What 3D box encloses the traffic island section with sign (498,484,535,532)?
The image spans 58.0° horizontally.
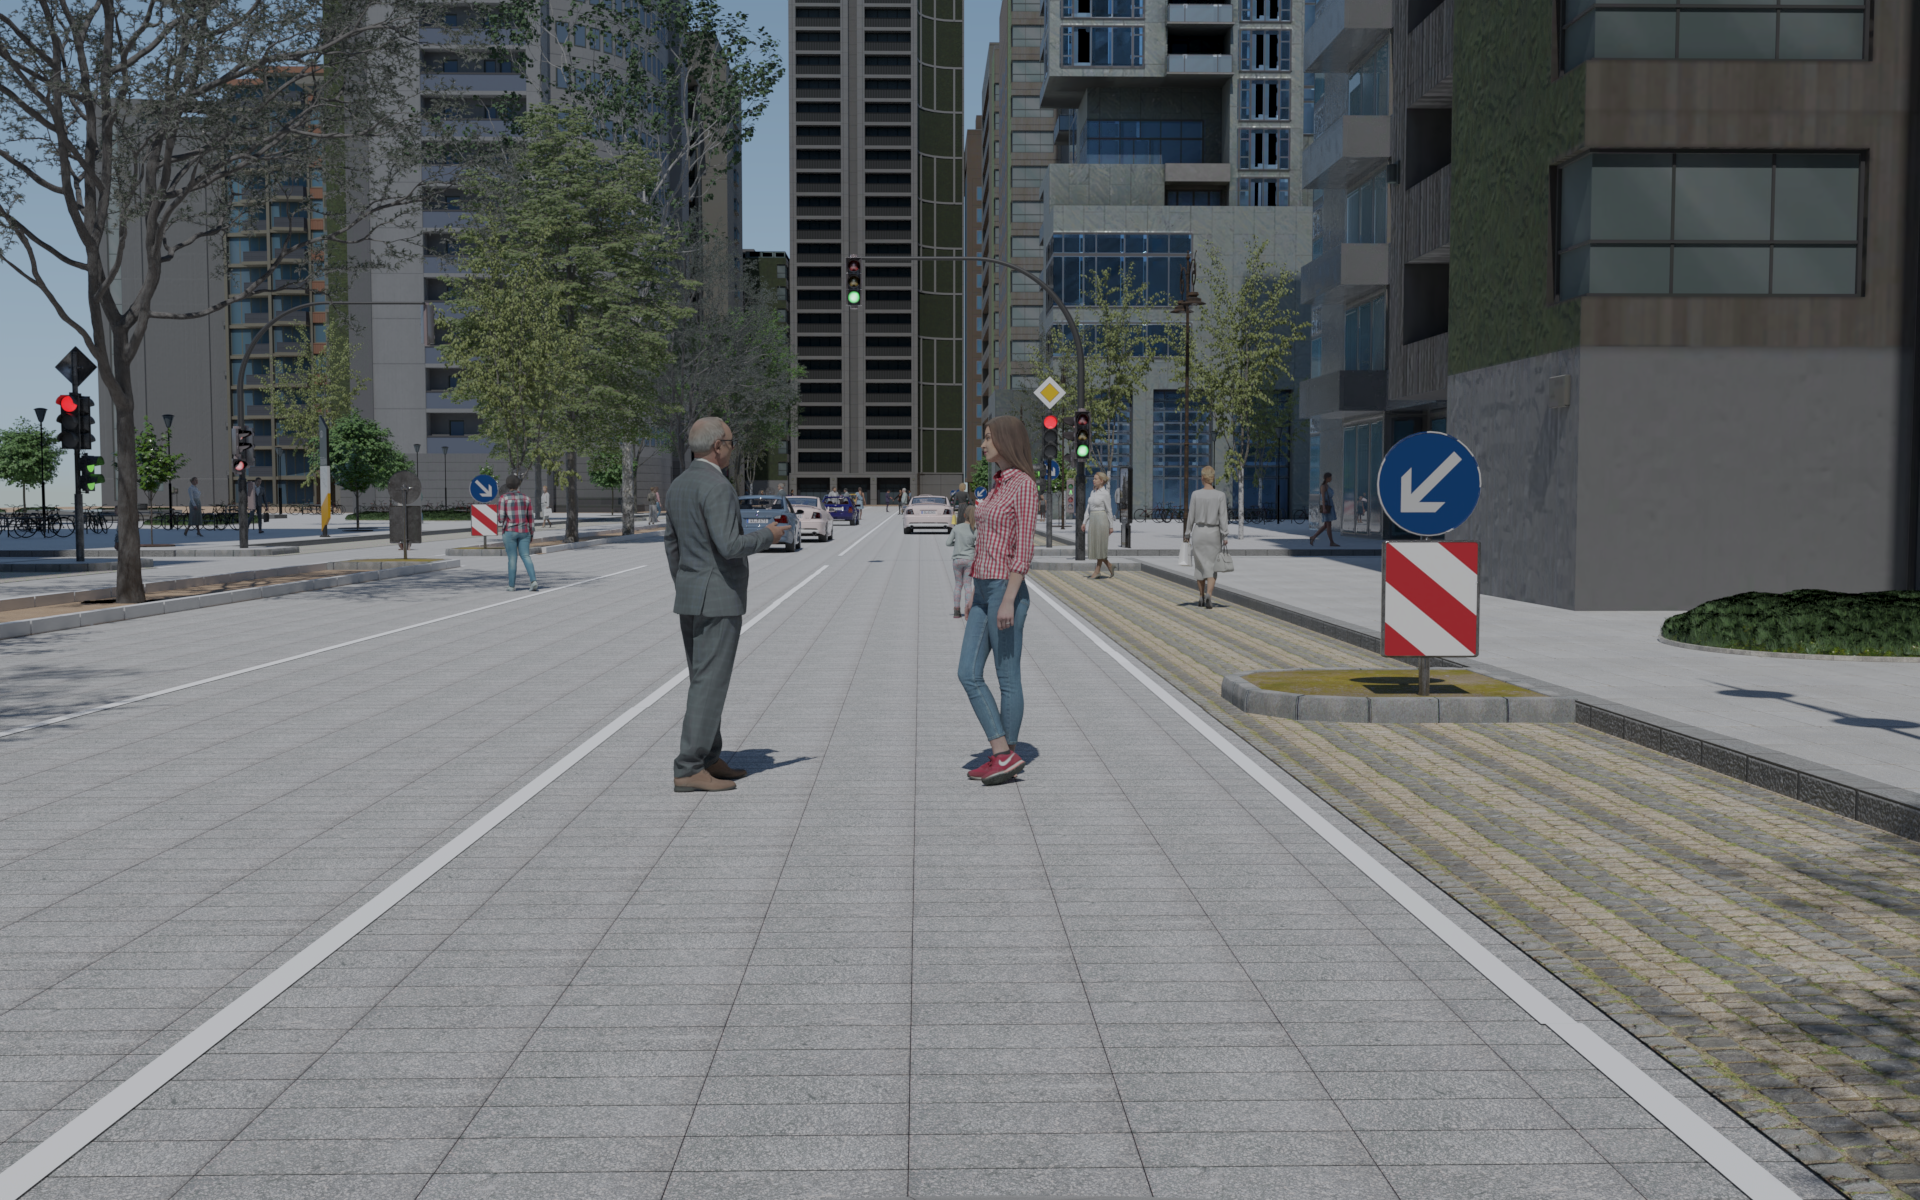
[{"bbox_3d":[-17.211,-3.487,65.635,1.989,1.847,2.006,0,4,-1],"label":"traffic island section with sign"}]

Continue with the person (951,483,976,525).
[{"bbox_3d":[0.403,-2.979,57.418,1.509,1.804,0.699,3,4,38],"label":"person"}]

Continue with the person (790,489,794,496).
[{"bbox_3d":[-13.376,-7.951,138.504,0.705,1.822,1.348,-1,4,-17],"label":"person"}]

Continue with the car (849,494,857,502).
[{"bbox_3d":[-11.026,-10.406,180.368,2.015,1.641,3.980,0,4,0],"label":"car"}]

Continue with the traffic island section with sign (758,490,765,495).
[{"bbox_3d":[-19.596,-9.948,171.271,1.989,1.847,2.006,0,4,-1],"label":"traffic island section with sign"}]

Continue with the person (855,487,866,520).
[{"bbox_3d":[-5.539,-5.368,96.356,0.616,1.811,0.778,0,4,3],"label":"person"}]

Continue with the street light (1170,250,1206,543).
[{"bbox_3d":[4.327,-3.685,33.032,0.468,5.910,1.993,0,4,-1],"label":"street light"}]

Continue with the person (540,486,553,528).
[{"bbox_3d":[-17.449,-3.930,73.108,0.624,1.780,0.694,-2,4,-32],"label":"person"}]

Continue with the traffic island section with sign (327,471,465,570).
[{"bbox_3d":[-10.892,-1.546,33.415,2.006,1.907,1.989,0,4,-1],"label":"traffic island section with sign"}]

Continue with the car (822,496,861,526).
[{"bbox_3d":[-5.557,-4.089,79.439,1.945,1.354,3.894,0,4,1],"label":"car"}]

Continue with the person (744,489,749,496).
[{"bbox_3d":[-22.351,-10.740,181.629,0.705,1.826,1.348,-2,4,-33],"label":"person"}]

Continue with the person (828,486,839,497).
[{"bbox_3d":[-6.794,-5.172,92.903,0.661,1.843,0.795,-2,4,-29],"label":"person"}]

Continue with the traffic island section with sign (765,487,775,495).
[{"bbox_3d":[-12.761,-6.593,115.939,2.006,1.907,1.989,0,4,-1],"label":"traffic island section with sign"}]

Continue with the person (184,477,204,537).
[{"bbox_3d":[-23.178,-2.817,52.324,0.641,1.798,0.478,1,4,16],"label":"person"}]

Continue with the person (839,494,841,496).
[{"bbox_3d":[-8.575,-6.933,125.037,0.628,1.438,0.799,-3,5,-41],"label":"person"}]

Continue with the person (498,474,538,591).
[{"bbox_3d":[-6.523,-0.988,25.491,0.563,1.720,0.643,-2,4,-35],"label":"person"}]

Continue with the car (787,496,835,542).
[{"bbox_3d":[-4.881,-2.471,52.769,2.083,1.381,4.827,0,4,-1],"label":"car"}]

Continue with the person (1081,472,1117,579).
[{"bbox_3d":[2.373,-1.241,29.021,0.641,1.798,0.478,-2,4,-27],"label":"person"}]

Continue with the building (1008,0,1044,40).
[{"bbox_3d":[10.586,-27.511,133.407,14.154,41.232,14.086,0,4,-1],"label":"building"}]

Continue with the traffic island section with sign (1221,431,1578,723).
[{"bbox_3d":[2.837,-0.188,11.699,1.989,1.847,2.006,0,4,-1],"label":"traffic island section with sign"}]

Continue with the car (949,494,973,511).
[{"bbox_3d":[0.003,-7.204,127.567,2.009,1.686,4.222,0,4,-2],"label":"car"}]

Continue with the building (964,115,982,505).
[{"bbox_3d":[7.770,-34.128,208.098,14.200,45.320,14.600,0,4,-1],"label":"building"}]

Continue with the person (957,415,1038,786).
[{"bbox_3d":[0.182,-0.010,8.670,0.388,1.821,0.555,-2,4,-32],"label":"person"}]

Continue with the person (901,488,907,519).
[{"bbox_3d":[-3.184,-5.612,100.743,0.515,1.767,0.782,0,4,0],"label":"person"}]

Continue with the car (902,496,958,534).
[{"bbox_3d":[-1.091,-3.110,63.208,2.083,1.381,4.827,0,4,0],"label":"car"}]

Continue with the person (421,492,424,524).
[{"bbox_3d":[-23.425,-4.170,74.573,0.623,1.781,0.721,0,4,-3],"label":"person"}]

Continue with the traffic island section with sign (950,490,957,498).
[{"bbox_3d":[-0.754,-9.878,170.134,1.989,1.847,2.006,0,4,-1],"label":"traffic island section with sign"}]

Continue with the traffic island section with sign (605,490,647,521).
[{"bbox_3d":[-17.826,-5.135,92.583,1.989,1.847,2.006,0,4,-1],"label":"traffic island section with sign"}]

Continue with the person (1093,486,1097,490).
[{"bbox_3d":[6.548,-4.699,83.624,0.466,1.731,0.760,1,4,19],"label":"person"}]

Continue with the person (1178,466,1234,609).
[{"bbox_3d":[3.047,-0.780,21.614,0.694,1.780,0.624,2,4,29],"label":"person"}]

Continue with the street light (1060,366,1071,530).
[{"bbox_3d":[3.721,-5.488,62.514,0.468,5.910,1.993,0,4,-1],"label":"street light"}]

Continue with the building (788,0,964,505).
[{"bbox_3d":[-9.763,-47.197,209.928,20.611,71.187,20.563,0,4,-1],"label":"building"}]

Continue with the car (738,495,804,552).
[{"bbox_3d":[-4.977,-1.950,43.883,2.014,1.417,4.499,0,4,-2],"label":"car"}]

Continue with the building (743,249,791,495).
[{"bbox_3d":[-27.032,-26.622,206.971,14.107,30.474,14.160,0,4,-1],"label":"building"}]

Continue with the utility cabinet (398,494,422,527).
[{"bbox_3d":[-18.945,-3.114,59.591,0.318,1.500,1.173,1,4,9],"label":"utility cabinet"}]

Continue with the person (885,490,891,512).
[{"bbox_3d":[-5.645,-7.860,137.462,0.568,1.767,0.683,-1,4,-20],"label":"person"}]

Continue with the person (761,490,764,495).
[{"bbox_3d":[-18.415,-9.255,160.336,0.721,1.766,1.217,-1,4,-21],"label":"person"}]

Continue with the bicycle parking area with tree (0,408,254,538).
[{"bbox_3d":[-29.399,-4.463,59.970,9.016,4.147,8.231,3,4,37],"label":"bicycle parking area with tree"}]

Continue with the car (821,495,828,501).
[{"bbox_3d":[-9.766,-7.439,133.633,2.014,1.417,4.499,0,4,0],"label":"car"}]

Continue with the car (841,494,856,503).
[{"bbox_3d":[-10.554,-8.956,158.425,2.014,1.417,4.499,0,3,0],"label":"car"}]

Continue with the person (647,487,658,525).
[{"bbox_3d":[-13.912,-4.254,78.603,0.519,1.759,0.362,2,4,30],"label":"person"}]

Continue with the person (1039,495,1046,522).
[{"bbox_3d":[3.833,-4.241,80.050,0.362,1.253,0.373,1,4,17],"label":"person"}]

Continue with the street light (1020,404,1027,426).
[{"bbox_3d":[3.143,-7.110,89.028,0.468,5.910,1.993,0,4,-1],"label":"street light"}]

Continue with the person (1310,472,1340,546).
[{"bbox_3d":[8.889,-2.207,42.217,0.778,1.811,0.616,2,4,30],"label":"person"}]

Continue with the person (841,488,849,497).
[{"bbox_3d":[-7.186,-6.108,108.542,0.466,1.800,0.511,0,4,7],"label":"person"}]

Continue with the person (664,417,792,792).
[{"bbox_3d":[-1.151,0.013,8.466,0.590,1.801,0.661,-2,4,-34],"label":"person"}]

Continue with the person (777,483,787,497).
[{"bbox_3d":[-6.346,-3.179,60.648,0.590,1.801,0.661,1,4,17],"label":"person"}]

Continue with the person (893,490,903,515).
[{"bbox_3d":[-4.158,-6.774,120.078,1.217,1.723,0.721,2,4,35],"label":"person"}]

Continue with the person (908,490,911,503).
[{"bbox_3d":[-5.345,-10.754,184.309,0.705,1.826,1.348,0,4,2],"label":"person"}]

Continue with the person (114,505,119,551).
[{"bbox_3d":[-16.940,-1.323,35.138,0.505,1.210,0.382,3,5,45],"label":"person"}]

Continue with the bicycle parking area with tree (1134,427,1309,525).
[{"bbox_3d":[12.733,-5.465,76.350,9.016,4.147,8.231,-1,4,-10],"label":"bicycle parking area with tree"}]

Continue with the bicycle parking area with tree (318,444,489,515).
[{"bbox_3d":[-31.216,-7.029,101.928,9.016,4.147,8.231,1,4,14],"label":"bicycle parking area with tree"}]

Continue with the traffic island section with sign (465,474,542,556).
[{"bbox_3d":[-11.050,-1.999,40.820,2.006,1.907,1.989,0,4,-1],"label":"traffic island section with sign"}]

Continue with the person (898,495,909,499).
[{"bbox_3d":[-4.815,-8.598,149.083,1.348,1.824,0.705,-3,5,-44],"label":"person"}]

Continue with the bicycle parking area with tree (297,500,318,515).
[{"bbox_3d":[-42.553,-7.398,107.958,9.016,4.147,8.231,0,4,-7],"label":"bicycle parking area with tree"}]

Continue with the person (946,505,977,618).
[{"bbox_3d":[0.045,-0.439,19.961,0.425,1.301,0.394,-1,4,-9],"label":"person"}]

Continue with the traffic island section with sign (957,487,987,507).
[{"bbox_3d":[0.987,-5.160,92.998,1.989,1.847,2.006,0,4,-1],"label":"traffic island section with sign"}]

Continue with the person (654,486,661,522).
[{"bbox_3d":[-15.534,-4.914,88.853,0.555,1.821,0.388,2,4,31],"label":"person"}]

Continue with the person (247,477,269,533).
[{"bbox_3d":[-22.917,-3.083,56.421,0.822,1.834,0.622,3,5,41],"label":"person"}]

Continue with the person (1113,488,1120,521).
[{"bbox_3d":[7.583,-4.647,81.869,0.661,1.843,0.795,3,4,37],"label":"person"}]
